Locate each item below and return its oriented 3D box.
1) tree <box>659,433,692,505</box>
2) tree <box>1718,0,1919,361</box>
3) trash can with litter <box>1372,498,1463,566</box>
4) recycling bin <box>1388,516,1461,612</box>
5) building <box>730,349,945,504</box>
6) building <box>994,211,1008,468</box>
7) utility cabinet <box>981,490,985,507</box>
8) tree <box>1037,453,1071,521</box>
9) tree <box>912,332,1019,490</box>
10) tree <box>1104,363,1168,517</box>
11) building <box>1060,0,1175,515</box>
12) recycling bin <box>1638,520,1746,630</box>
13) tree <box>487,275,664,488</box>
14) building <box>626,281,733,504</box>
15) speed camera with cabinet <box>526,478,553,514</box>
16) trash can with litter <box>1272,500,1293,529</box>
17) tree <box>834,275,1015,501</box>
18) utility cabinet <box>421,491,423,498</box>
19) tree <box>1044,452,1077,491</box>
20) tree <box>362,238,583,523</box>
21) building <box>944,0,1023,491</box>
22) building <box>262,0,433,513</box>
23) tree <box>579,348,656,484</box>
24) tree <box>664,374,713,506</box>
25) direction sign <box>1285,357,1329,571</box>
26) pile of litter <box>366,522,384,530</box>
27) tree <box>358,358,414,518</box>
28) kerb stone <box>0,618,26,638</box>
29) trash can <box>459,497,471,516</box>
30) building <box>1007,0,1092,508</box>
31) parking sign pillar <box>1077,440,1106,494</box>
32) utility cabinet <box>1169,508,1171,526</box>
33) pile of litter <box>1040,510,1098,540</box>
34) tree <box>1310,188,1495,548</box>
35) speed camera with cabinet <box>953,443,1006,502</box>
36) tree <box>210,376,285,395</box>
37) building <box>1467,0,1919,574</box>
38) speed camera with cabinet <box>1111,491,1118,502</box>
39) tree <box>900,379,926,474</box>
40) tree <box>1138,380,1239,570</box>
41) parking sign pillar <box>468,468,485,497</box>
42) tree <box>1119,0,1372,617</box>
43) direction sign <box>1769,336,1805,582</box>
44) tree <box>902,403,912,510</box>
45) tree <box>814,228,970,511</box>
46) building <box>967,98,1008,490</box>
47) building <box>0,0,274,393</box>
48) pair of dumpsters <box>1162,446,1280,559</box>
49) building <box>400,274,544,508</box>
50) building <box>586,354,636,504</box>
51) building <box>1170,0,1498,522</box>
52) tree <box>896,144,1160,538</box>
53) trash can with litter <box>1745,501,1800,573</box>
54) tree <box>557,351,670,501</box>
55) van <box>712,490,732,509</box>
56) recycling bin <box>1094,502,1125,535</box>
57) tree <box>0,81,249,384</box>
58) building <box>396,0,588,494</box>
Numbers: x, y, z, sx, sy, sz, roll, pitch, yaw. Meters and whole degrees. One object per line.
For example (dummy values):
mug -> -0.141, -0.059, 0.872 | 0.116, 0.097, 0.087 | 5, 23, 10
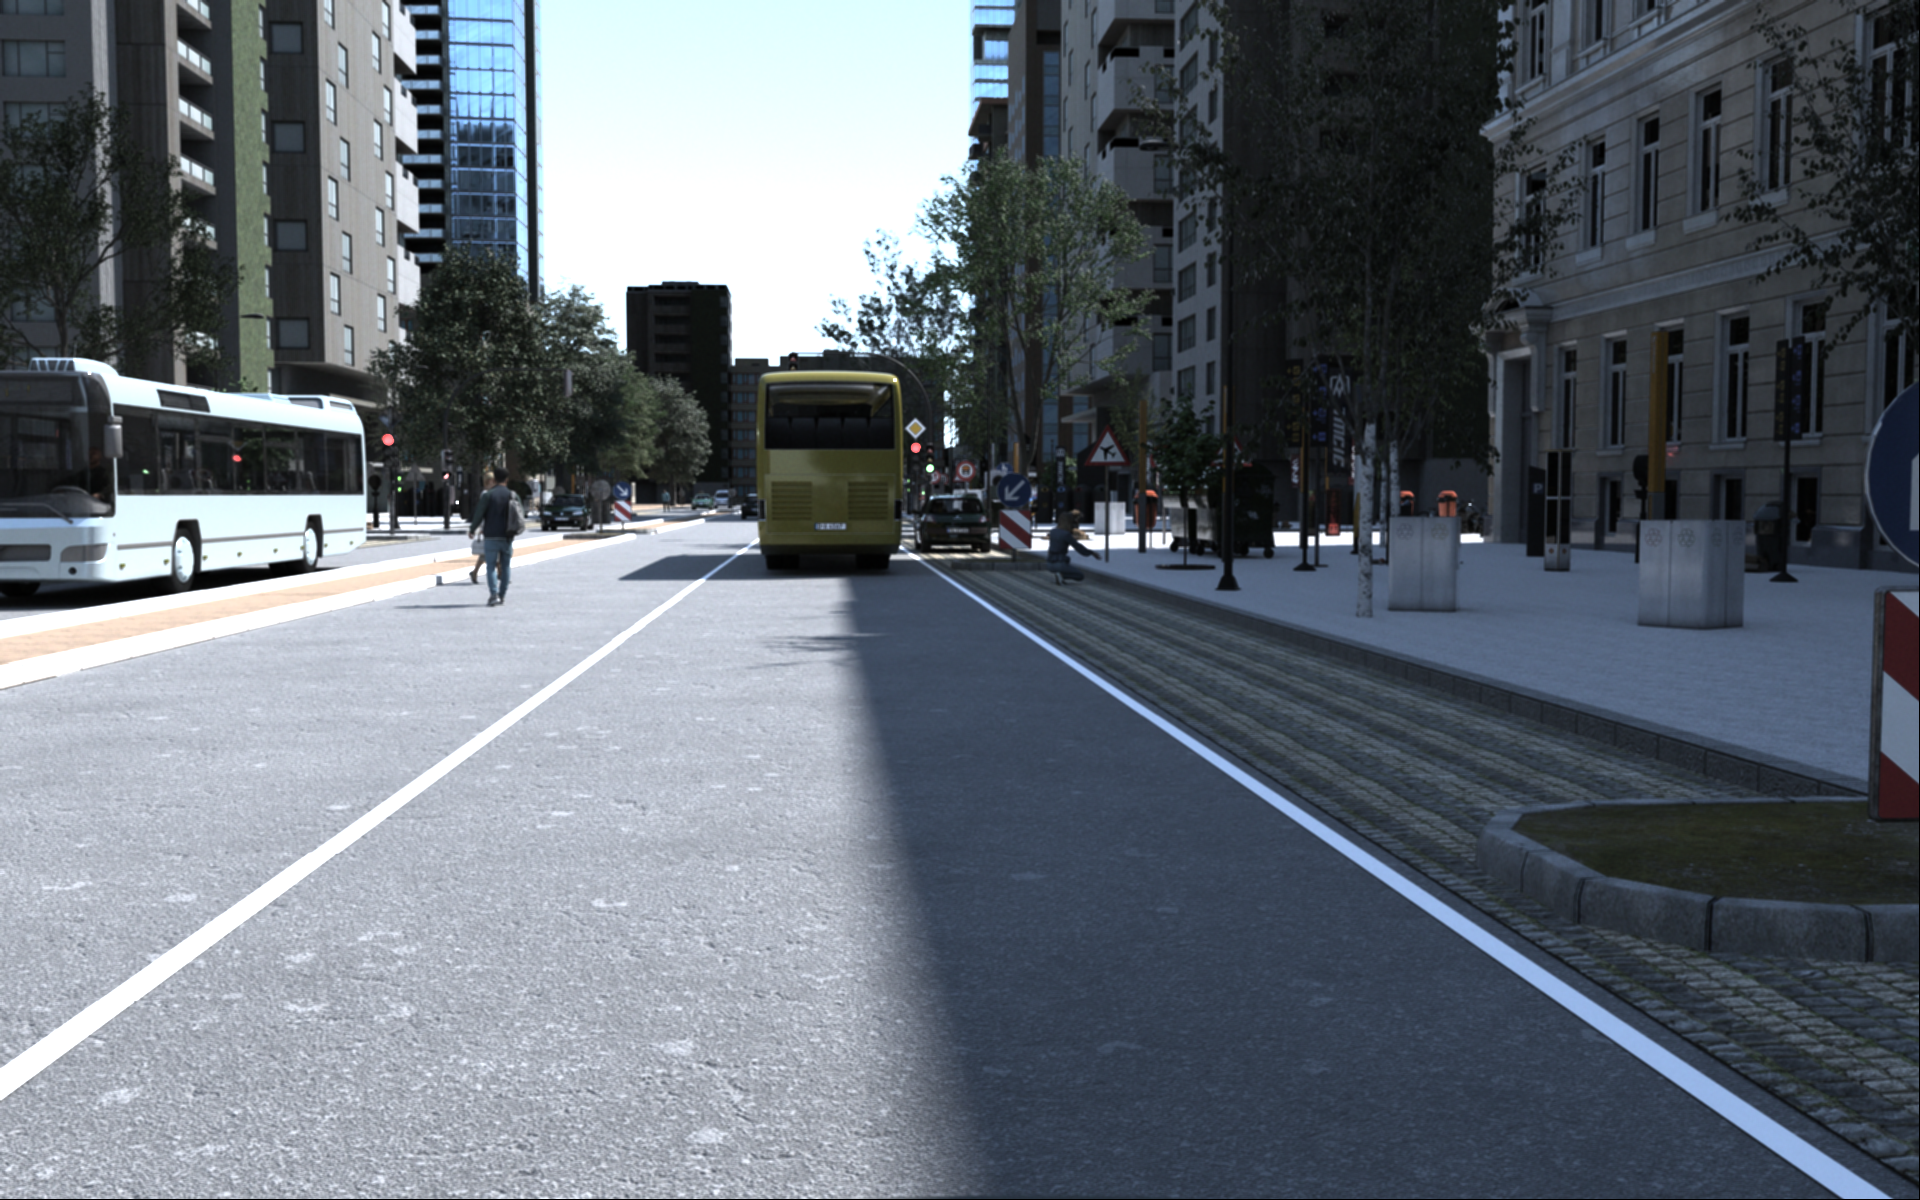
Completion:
tree -> -33.348, -15.665, 206.482 | 4.360, 8.622, 3.978 | 0, 3, 0
tree -> 11.134, -4.239, 19.667 | 4.360, 8.622, 3.978 | 0, 3, 0
trash can with litter -> 8.418, -1.261, 31.682 | 2.233, 1.210, 1.678 | -2, 4, -24
recycling bin -> 5.160, -0.408, 19.229 | 0.722, 1.027, 0.722 | 1, 4, 20
building -> -17.552, -24.622, 247.614 | 28.899, 21.520, 27.650 | 0, 4, -5
building -> 10.115, -24.292, 168.867 | 14.160, 30.474, 14.107 | 0, 4, -5
utility cabinet -> 1.199, -4.681, 85.209 | 0.318, 1.500, 1.173 | 3, 5, 42
tree -> 4.467, -5.310, 81.419 | 1.663, 3.219, 1.824 | 0, 3, 0
tree -> 0.586, -7.904, 79.585 | 4.737, 8.622, 4.395 | 0, 3, 0
tree -> 9.800, -8.889, 95.701 | 4.737, 8.622, 4.395 | 0, 3, 0
building -> 21.865, -32.271, 116.873 | 28.713, 52.752, 27.495 | 0, 4, -5
recycling bin -> 7.096, -0.260, 16.804 | 0.722, 1.027, 0.722 | -3, 4, -36
tree -> -23.823, -11.979, 102.513 | 9.857, 13.997, 8.962 | 0, 3, 0
building -> -38.377, -28.520, 237.994 | 14.107, 30.474, 14.160 | 0, 4, -5
speed camera with cabinet -> -27.642, -7.339, 114.334 | 0.660, 3.252, 2.038 | 3, 4, 38
trash can with litter -> 11.814, -3.246, 64.465 | 1.055, 1.170, 0.624 | -1, 4, -16
tree -> -1.982, -11.427, 97.195 | 12.009, 13.543, 11.850 | 0, 3, 0
utility cabinet -> -40.435, -7.420, 129.994 | 1.173, 1.500, 0.318 | 1, 4, 9
tree -> 8.173, -9.125, 132.911 | 4.285, 4.588, 4.351 | 0, 3, 0
tree -> -21.714, -9.826, 77.665 | 9.611, 12.733, 9.660 | 0, 3, 0
building -> 13.133, -56.996, 244.558 | 31.000, 86.520, 22.319 | 0, 4, -5
building -> -49.876, -31.702, 107.561 | 28.713, 52.752, 27.495 | 0, 4, -5
tree -> -26.906, -13.224, 134.332 | 7.486, 12.596, 7.792 | 0, 3, 0
tree -> -30.282, -16.851, 182.173 | 9.857, 13.997, 8.962 | 0, 3, 0
direction sign -> 5.777, -2.259, 28.926 | 0.379, 3.537, 0.876 | -3, 5, -41
pile of litter -> -21.565, -2.944, 62.093 | 1.719, 0.858, 1.176 | -1, 4, -10
tree -> -29.341, -8.528, 89.797 | 4.360, 8.622, 3.978 | 0, 3, 0
kerb stone -> -9.589, 0.287, 17.505 | 0.120, 0.150, 1.000 | 0, 4, -5
trash can -> -28.076, -5.298, 98.273 | 0.748, 1.137, 0.748 | 0, 3, 0
building -> 11.851, -30.821, 154.038 | 14.600, 45.320, 14.200 | 0, 4, -5
parking sign pillar -> 5.941, -5.492, 78.265 | 1.447, 3.967, 1.447 | 0, 4, 6
utility cabinet -> 8.417, -3.626, 67.959 | 0.318, 1.500, 1.173 | 0, 4, 1
pile of litter -> 3.080, -2.102, 48.338 | 1.719, 0.858, 1.176 | 3, 5, 42
tree -> 10.385, -5.564, 41.341 | 4.737, 8.622, 4.395 | 0, 3, 0
speed camera with cabinet -> 0.758, -4.430, 66.763 | 2.038, 3.252, 0.660 | -2, 4, -27
tree -> -19.886, -3.936, 48.072 | 4.285, 4.588, 4.351 | 0, 3, 0
building -> 20.894, -15.298, 36.030 | 13.634, 28.700, 20.117 | 0, 4, -5
speed camera with cabinet -> 6.949, -5.691, 87.389 | 2.038, 3.252, 0.660 | 2, 4, 35
tree -> -7.943, -16.902, 182.999 | 9.857, 13.997, 8.962 | 0, 3, 0
tree -> 3.875, -2.140, 29.589 | 1.663, 3.219, 1.824 | 0, 3, 0
parking sign pillar -> -37.791, -8.989, 135.445 | 1.447, 3.967, 1.447 | 0, 4, 8
tree -> 4.102, -4.140, 18.057 | 4.360, 8.622, 3.978 | 0, 3, 0
direction sign -> 12.076, -2.036, 25.286 | 0.379, 3.537, 0.876 | 0, 4, 2
tree -> -3.171, -9.827, 111.026 | 4.737, 8.622, 4.395 | 0, 3, 0
tree -> -5.387, -16.544, 126.384 | 12.611, 20.169, 13.585 | 0, 3, 0
building -> 12.306, -32.787, 190.684 | 22.147, 44.769, 28.867 | 0, 4, -5
building -> -40.695, -24.143, 78.339 | 14.154, 41.232, 14.086 | 0, 4, -5
pair of dumpsters -> 5.450, -2.073, 36.393 | 1.574, 2.255, 4.437 | 0, 4, -5
building -> -52.441, -18.638, 149.777 | 27.650, 21.520, 28.899 | 0, 4, -5
building -> -60.849, -24.380, 243.647 | 28.899, 21.520, 27.650 | 0, 4, -5
building -> 18.413, -19.057, 83.283 | 14.107, 30.474, 14.160 | 0, 4, -5
tree -> 1.995, -7.638, 50.644 | 9.928, 11.665, 9.643 | 0, 3, 0
trash can with litter -> 13.291, -1.046, 28.482 | 1.055, 1.170, 0.624 | -3, 5, -41
tree -> -25.967, -12.058, 122.905 | 9.928, 11.665, 9.643 | 0, 3, 0
van -> -23.585, -10.099, 172.137 | 2.013, 2.044, 4.112 | 0, 4, -5
recycling bin -> 4.738, -2.581, 54.752 | 0.722, 1.027, 0.722 | -3, 5, -41
tree -> -19.418, -6.363, 38.450 | 8.767, 10.594, 7.601 | 1, 4, 20
building -> -57.931, -53.489, 187.212 | 31.000, 86.520, 22.319 | 0, 4, -5
